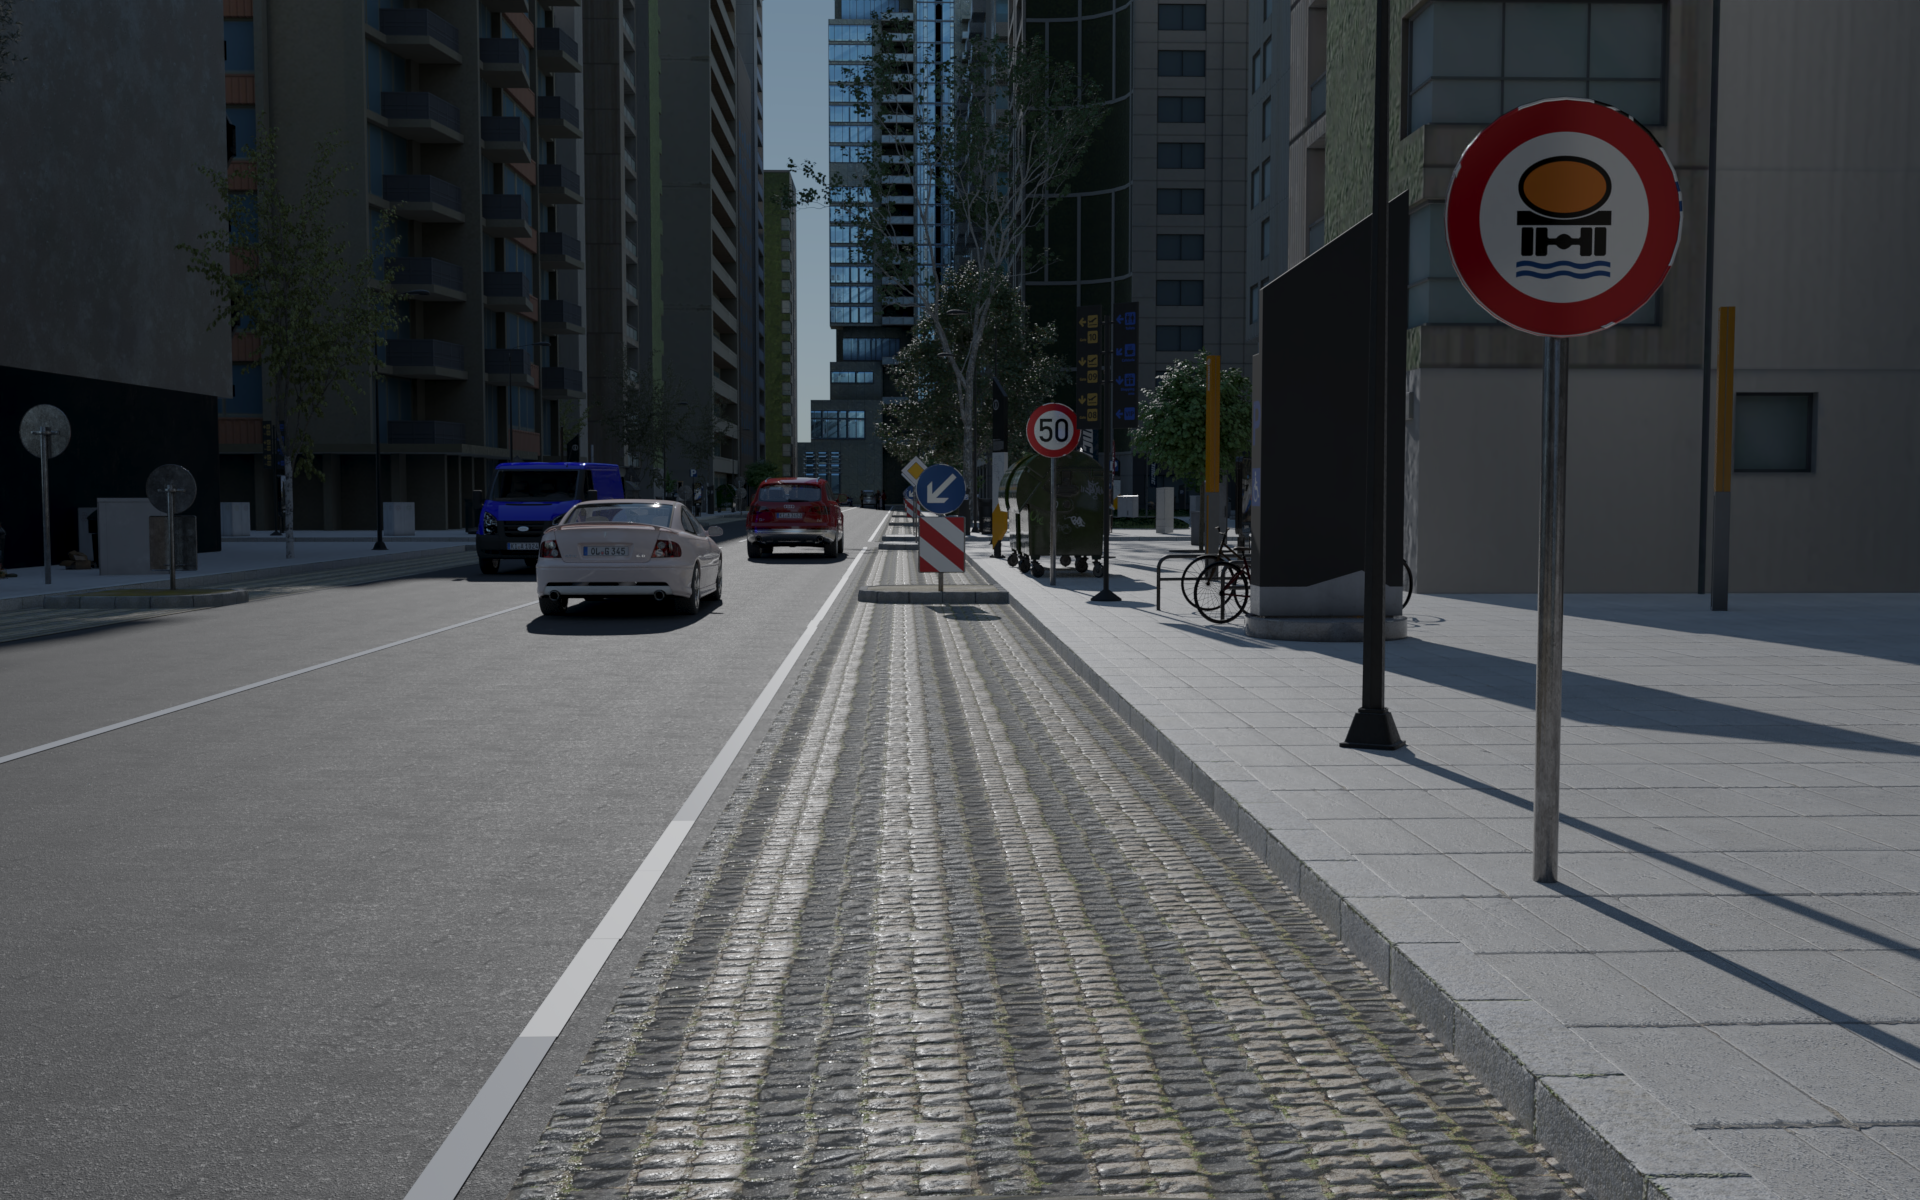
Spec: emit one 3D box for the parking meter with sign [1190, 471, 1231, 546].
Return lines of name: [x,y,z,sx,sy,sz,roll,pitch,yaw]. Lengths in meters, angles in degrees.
parking meter with sign: [6.386,-2.903,43.726,0.543,3.016,1.738,2,4,33]

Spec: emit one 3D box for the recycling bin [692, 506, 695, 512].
recycling bin: [-18.422,-6.693,121.984,0.722,1.027,0.722,-1,4,-22]

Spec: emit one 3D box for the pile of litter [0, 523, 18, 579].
pile of litter: [-15.145,-0.771,26.576,1.176,0.858,1.719,-2,4,-29]

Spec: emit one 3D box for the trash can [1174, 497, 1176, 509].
trash can: [12.408,-5.528,102.034,0.748,1.137,0.748,0,3,0]

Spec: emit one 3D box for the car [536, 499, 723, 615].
car: [-4.095,-0.584,21.903,2.083,1.381,4.827,0,4,-2]

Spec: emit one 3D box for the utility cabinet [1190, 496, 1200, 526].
utility cabinet: [9.764,-3.659,70.991,0.306,1.237,1.020,2,4,32]

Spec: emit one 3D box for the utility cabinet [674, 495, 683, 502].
utility cabinet: [-15.625,-5.246,96.931,0.306,1.237,1.020,1,4,18]

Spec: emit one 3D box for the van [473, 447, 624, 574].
van: [-7.699,-1.744,32.892,2.240,2.365,5.245,0,4,-1]

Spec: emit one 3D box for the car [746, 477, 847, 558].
car: [-3.795,-1.940,40.400,2.281,1.827,5.304,0,4,-1]

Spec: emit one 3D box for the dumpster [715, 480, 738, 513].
dumpster: [-16.176,-7.181,119.904,1.502,2.255,1.985,0,4,-2]

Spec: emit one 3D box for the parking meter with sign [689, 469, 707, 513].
parking meter with sign: [-18.082,-7.566,119.968,0.543,3.016,1.738,-3,4,-36]

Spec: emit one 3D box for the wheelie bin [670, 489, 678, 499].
wheelie bin: [-19.124,-6.662,116.834,0.980,1.594,0.693,3,5,42]

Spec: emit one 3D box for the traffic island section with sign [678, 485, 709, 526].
traffic island section with sign: [-12.299,-4.219,77.609,1.989,1.847,2.006,0,4,-2]

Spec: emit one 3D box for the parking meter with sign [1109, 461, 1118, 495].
parking meter with sign: [7.659,-5.804,91.148,0.543,3.016,1.738,-1,4,-23]

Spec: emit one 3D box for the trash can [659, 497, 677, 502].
trash can: [-15.166,-4.838,90.752,0.748,1.137,0.748,0,3,0]

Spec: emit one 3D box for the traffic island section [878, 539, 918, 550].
traffic island section: [-1.124,-1.413,45.376,2.009,0.180,2.903,0,4,-2]

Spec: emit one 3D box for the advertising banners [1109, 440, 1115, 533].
advertising banners: [4.968,-3.723,57.057,0.090,3.025,2.074,0,4,-1]

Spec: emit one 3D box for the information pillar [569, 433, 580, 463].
information pillar: [-14.859,-4.605,66.646,0.504,3.616,0.183,0,4,-6]

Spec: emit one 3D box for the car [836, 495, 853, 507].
car: [-12.941,-11.135,194.635,1.945,1.354,3.894,0,4,-2]

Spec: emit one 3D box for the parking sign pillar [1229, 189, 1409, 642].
parking sign pillar: [3.306,-1.657,15.564,1.447,3.967,1.447,0,4,-2]

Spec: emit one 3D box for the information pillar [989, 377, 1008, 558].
information pillar: [0.792,-2.641,34.541,0.183,3.616,0.504,-2,4,-29]

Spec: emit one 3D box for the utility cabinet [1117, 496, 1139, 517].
utility cabinet: [6.546,-3.449,67.555,0.306,1.237,1.020,-2,4,-30]

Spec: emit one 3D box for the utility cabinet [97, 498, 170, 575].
utility cabinet: [-13.149,-1.004,27.580,1.020,1.237,0.306,-2,4,-24]

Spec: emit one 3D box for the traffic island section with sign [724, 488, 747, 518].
traffic island section with sign: [-13.229,-5.893,104.982,1.989,1.847,2.006,0,4,-2]

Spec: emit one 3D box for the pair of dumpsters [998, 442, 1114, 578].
pair of dumpsters: [1.534,-1.589,28.467,1.574,2.255,4.437,0,4,-2]

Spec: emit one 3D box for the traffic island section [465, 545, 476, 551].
traffic island section: [-11.510,-1.391,45.029,2.009,0.180,2.903,0,4,-2]

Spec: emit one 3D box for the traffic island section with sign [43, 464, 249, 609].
traffic island section with sign: [-10.412,-0.845,22.438,1.989,1.847,2.006,0,4,-2]

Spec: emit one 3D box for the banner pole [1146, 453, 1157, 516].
banner pole: [9.330,-5.795,84.761,0.863,3.779,0.401,3,5,42]

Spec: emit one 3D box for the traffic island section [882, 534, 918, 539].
traffic island section: [-1.396,-1.901,53.356,2.009,0.180,2.903,0,4,-2]

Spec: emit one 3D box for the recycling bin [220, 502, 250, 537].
recycling bin: [-22.089,-2.449,52.600,0.722,1.027,0.722,2,4,24]

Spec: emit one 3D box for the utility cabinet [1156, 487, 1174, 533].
utility cabinet: [6.624,-2.899,56.074,0.318,1.500,1.173,1,4,20]

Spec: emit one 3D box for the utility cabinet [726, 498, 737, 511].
utility cabinet: [-16.765,-7.257,127.333,0.318,1.500,1.173,1,4,22]

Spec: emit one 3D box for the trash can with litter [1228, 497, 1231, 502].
trash can with litter: [14.914,-5.088,94.572,1.055,1.170,0.624,0,4,0]

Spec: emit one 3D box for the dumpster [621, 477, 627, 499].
dumpster: [-11.723,-3.089,55.457,1.985,2.255,1.502,0,4,-1]

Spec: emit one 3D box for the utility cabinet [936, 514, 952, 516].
utility cabinet: [-0.923,-5.607,102.836,1.020,1.237,0.306,2,4,25]

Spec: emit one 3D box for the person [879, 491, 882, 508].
person: [-8.100,-10.102,174.340,0.551,1.740,0.621,-1,4,-21]

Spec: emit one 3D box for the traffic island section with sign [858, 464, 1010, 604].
traffic island section with sign: [-0.379,-0.907,23.454,1.989,1.847,2.006,0,4,-2]

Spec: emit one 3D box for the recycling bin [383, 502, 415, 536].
recycling bin: [-17.311,-2.501,53.443,0.722,1.027,0.722,-3,5,-43]

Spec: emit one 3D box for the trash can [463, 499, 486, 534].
trash can: [-15.468,-2.665,55.231,0.748,1.137,0.748,0,3,0]

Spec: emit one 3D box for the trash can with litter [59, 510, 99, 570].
trash can with litter: [-14.802,-1.118,29.668,0.624,1.170,1.055,2,4,32]

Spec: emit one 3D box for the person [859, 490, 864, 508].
person: [-10.209,-10.476,179.877,0.705,1.812,1.348,1,4,10]

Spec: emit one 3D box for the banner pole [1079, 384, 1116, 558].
banner pole: [2.706,-2.728,34.612,0.863,3.779,0.401,-1,4,-13]

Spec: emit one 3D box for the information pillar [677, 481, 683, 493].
information pillar: [-16.196,-5.864,100.370,0.304,2.012,0.304,0,4,1]

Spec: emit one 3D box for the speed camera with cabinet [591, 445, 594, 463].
speed camera with cabinet: [-14.414,-4.564,68.955,0.660,3.252,2.038,-1,4,-14]

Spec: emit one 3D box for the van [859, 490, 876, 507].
van: [-9.818,-10.967,186.319,2.013,2.044,4.112,0,4,-2]

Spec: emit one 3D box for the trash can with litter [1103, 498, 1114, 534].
trash can with litter: [4.334,-2.670,55.036,1.055,1.170,0.624,-1,4,-12]

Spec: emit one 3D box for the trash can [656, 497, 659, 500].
trash can: [-17.478,-5.486,101.349,0.748,1.137,0.748,0,3,0]

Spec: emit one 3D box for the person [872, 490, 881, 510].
person: [-7.298,-8.915,154.390,1.348,1.807,0.705,-2,4,-29]

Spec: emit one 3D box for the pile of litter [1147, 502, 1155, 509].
pile of litter: [11.073,-5.287,100.400,1.719,0.858,1.176,1,4,18]

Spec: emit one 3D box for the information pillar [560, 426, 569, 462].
information pillar: [-13.814,-4.208,60.150,0.183,3.616,0.504,-1,4,-17]

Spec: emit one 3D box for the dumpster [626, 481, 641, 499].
dumpster: [-14.565,-4.229,74.906,1.264,1.857,1.865,0,4,-2]

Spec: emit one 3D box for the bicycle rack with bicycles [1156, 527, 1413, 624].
bicycle rack with bicycles: [3.448,-0.304,18.354,2.925,0.926,2.852,-1,4,-14]

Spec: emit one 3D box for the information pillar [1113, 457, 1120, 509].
information pillar: [9.341,-6.866,103.607,0.504,3.616,0.183,-1,4,-11]

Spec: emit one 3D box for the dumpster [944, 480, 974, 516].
dumpster: [-0.158,-4.617,77.976,1.502,2.255,1.985,0,4,-2]

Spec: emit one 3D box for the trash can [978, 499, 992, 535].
trash can: [0.901,-2.647,54.932,0.748,1.137,0.748,0,3,0]

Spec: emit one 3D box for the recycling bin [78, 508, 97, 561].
recycling bin: [-15.766,-1.192,32.051,0.722,1.027,0.722,1,4,16]
